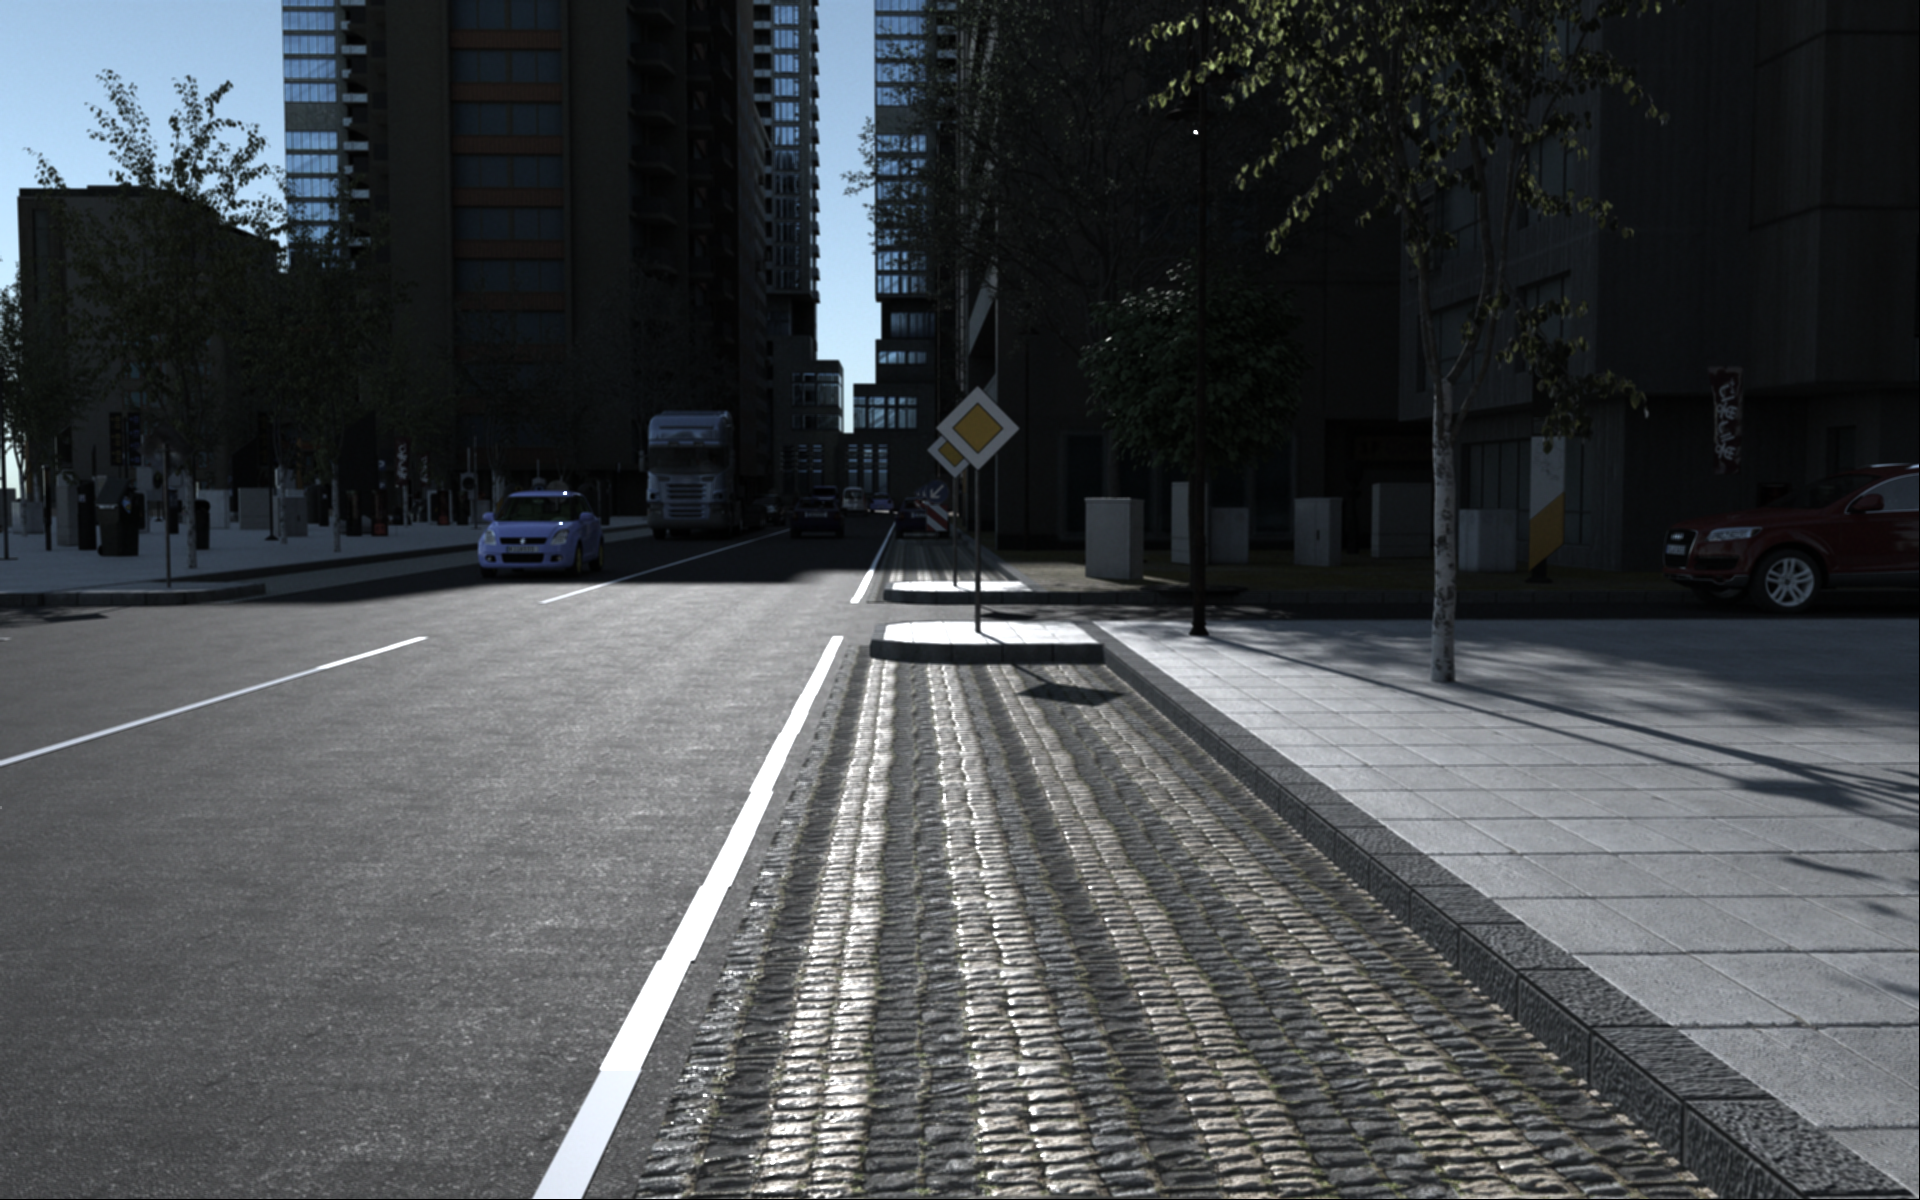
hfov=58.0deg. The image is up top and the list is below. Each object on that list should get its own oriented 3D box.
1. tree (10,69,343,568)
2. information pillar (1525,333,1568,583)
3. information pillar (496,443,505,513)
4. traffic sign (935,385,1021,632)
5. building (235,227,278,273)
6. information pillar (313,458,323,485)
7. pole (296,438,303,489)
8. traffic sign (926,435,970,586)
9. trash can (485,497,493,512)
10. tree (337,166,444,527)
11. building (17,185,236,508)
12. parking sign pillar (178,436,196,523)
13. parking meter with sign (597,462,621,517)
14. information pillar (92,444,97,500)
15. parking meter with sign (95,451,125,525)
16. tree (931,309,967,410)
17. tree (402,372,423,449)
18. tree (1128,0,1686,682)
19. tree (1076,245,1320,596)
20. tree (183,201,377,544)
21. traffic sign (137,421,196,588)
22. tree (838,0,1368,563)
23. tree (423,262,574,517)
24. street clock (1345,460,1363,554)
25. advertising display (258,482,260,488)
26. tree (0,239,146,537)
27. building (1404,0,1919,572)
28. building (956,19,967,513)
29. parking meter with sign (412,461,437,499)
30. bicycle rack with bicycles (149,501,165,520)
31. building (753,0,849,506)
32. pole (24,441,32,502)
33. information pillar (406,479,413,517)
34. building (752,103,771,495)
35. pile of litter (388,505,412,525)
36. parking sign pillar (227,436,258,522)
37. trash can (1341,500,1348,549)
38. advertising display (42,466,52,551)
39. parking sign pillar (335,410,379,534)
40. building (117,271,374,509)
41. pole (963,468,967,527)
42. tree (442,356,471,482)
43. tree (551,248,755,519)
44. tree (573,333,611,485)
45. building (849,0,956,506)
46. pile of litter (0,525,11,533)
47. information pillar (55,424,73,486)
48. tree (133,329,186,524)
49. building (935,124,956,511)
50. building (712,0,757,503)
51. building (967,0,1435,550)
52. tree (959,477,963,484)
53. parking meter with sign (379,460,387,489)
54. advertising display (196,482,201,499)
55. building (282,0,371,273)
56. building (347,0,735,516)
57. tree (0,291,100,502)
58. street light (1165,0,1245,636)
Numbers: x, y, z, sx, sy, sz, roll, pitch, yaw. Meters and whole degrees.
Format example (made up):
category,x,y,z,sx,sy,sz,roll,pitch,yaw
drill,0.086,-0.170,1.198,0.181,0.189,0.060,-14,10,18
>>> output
category,x,y,z,sx,sy,sz,roll,pitch,yaw
tree,-13.529,-4.851,29.679,4.737,8.622,4.395,0,3,0
information pillar,8.435,-2.050,24.875,0.504,3.616,0.183,2,4,35
information pillar,-20.818,-5.326,78.435,0.183,3.616,0.504,2,4,23
traffic sign,0.163,-0.758,16.036,0.795,2.450,0.064,0,4,-2
building,-82.812,-25.403,187.033,14.107,30.474,14.160,0,4,-2
information pillar,-34.136,-6.171,92.244,0.504,3.616,0.183,-1,4,-22
pole,-24.015,-4.230,63.010,0.158,3.312,0.155,0,3,0
traffic sign,-0.072,-1.246,24.018,0.795,2.450,0.064,0,4,-2
trash can,-24.058,-4.723,88.875,0.748,1.137,0.748,0,3,0
tree,-14.054,-5.366,38.100,4.737,8.622,4.395,0,3,0
building,-79.467,-24.118,166.035,14.107,30.474,14.160,0,4,-2
parking sign pillar,-34.791,-5.441,77.432,1.447,3.967,1.447,1,4,16
parking meter with sign,-19.660,-6.081,95.691,1.738,3.016,0.543,0,4,8
information pillar,-40.540,-5.492,81.149,0.183,3.616,0.504,-1,4,-15
parking meter with sign,-34.880,-4.561,70.841,1.738,3.016,0.543,2,4,29
tree,1.062,-7.029,65.288,4.360,8.622,3.978,0,3,0
tree,-28.778,-8.914,96.105,4.360,8.622,3.978,0,3,0
tree,3.142,-3.736,11.451,4.360,8.622,3.978,0,3,0
tree,3.189,-2.407,23.072,4.285,4.588,4.351,0,3,0
tree,-17.261,-5.765,44.613,4.360,8.622,3.978,0,3,0
traffic sign,-10.862,-1.228,23.723,0.795,2.450,0.064,0,4,-2
tree,2.851,-7.454,32.238,12.009,13.543,11.850,0,3,0
tree,-14.837,-6.458,55.952,4.360,8.622,3.978,0,3,0
street clock,8.410,-1.984,37.002,0.358,2.002,0.471,2,4,35
advertising display,-37.826,-5.381,93.187,0.123,1.923,0.974,0,4,-7
tree,-28.062,-6.218,52.027,4.737,8.622,4.395,0,3,0
building,16.755,-21.221,30.562,14.086,41.232,14.154,0,4,-2
building,10.249,-35.111,116.068,21.231,58.520,28.212,0,4,-2
parking meter with sign,-28.446,-5.917,92.999,1.738,3.016,0.543,-1,4,-13
bicycle rack with bicycles,-39.691,-4.368,84.796,2.852,0.926,2.925,-2,4,-31
building,-28.653,-53.730,191.152,31.000,86.520,22.319,0,4,-2
pole,-36.023,-4.474,66.997,0.158,3.312,0.155,0,3,0
information pillar,-26.030,-4.722,81.700,0.304,2.012,0.304,2,4,34
building,-29.751,-28.488,157.656,23.993,40.220,32.217,0,4,-2
pile of litter,-23.402,-3.518,71.486,1.719,0.858,1.176,-3,4,-37
parking sign pillar,-33.361,-5.631,80.545,1.447,3.967,1.447,2,4,34
trash can,8.319,-1.661,38.810,0.748,1.137,0.748,0,3,0
advertising display,-20.813,-2.096,39.485,0.123,1.923,0.974,-2,4,-30
parking sign pillar,-19.433,-4.118,55.799,1.447,3.967,1.447,0,4,0
building,-56.776,-19.259,159.931,28.899,21.520,27.650,0,4,-2
pole,0.208,-4.549,68.224,0.158,3.312,0.155,0,3,0
tree,-21.195,-7.102,66.477,4.737,8.622,4.395,0,3,0
tree,-15.725,-10.846,87.709,12.009,13.543,11.850,0,3,0
tree,-17.068,-7.582,74.334,4.360,8.622,3.978,0,3,0
building,2.331,-53.789,192.125,31.000,86.520,22.319,0,4,-2
pile of litter,-32.210,-2.645,57.219,1.176,0.858,1.719,3,5,40
information pillar,-29.944,-4.074,57.960,0.504,3.616,0.183,-3,4,-37
tree,-33.649,-7.583,74.350,4.360,8.622,3.978,0,3,0
building,5.234,-22.418,138.237,14.160,30.474,14.107,0,4,-2
building,-23.427,-29.608,134.203,14.600,45.320,14.200,0,4,-2
building,11.186,-26.004,48.872,21.300,48.544,21.600,0,4,-2
tree,0.639,-6.558,101.830,1.663,3.219,1.824,0,3,0
parking meter with sign,-29.312,-5.595,87.743,0.543,3.016,1.738,-1,4,-21
advertising display,-39.998,-5.235,90.808,0.123,1.923,0.974,-3,5,-43
building,-60.397,-53.682,190.373,31.000,86.520,22.319,0,4,-2
building,-26.550,-27.990,112.256,22.147,44.769,28.867,0,4,-2
tree,-33.379,-6.878,62.812,4.360,8.622,3.978,0,3,0
street light,2.175,-2.618,15.589,0.468,5.910,1.993,0,4,-2
